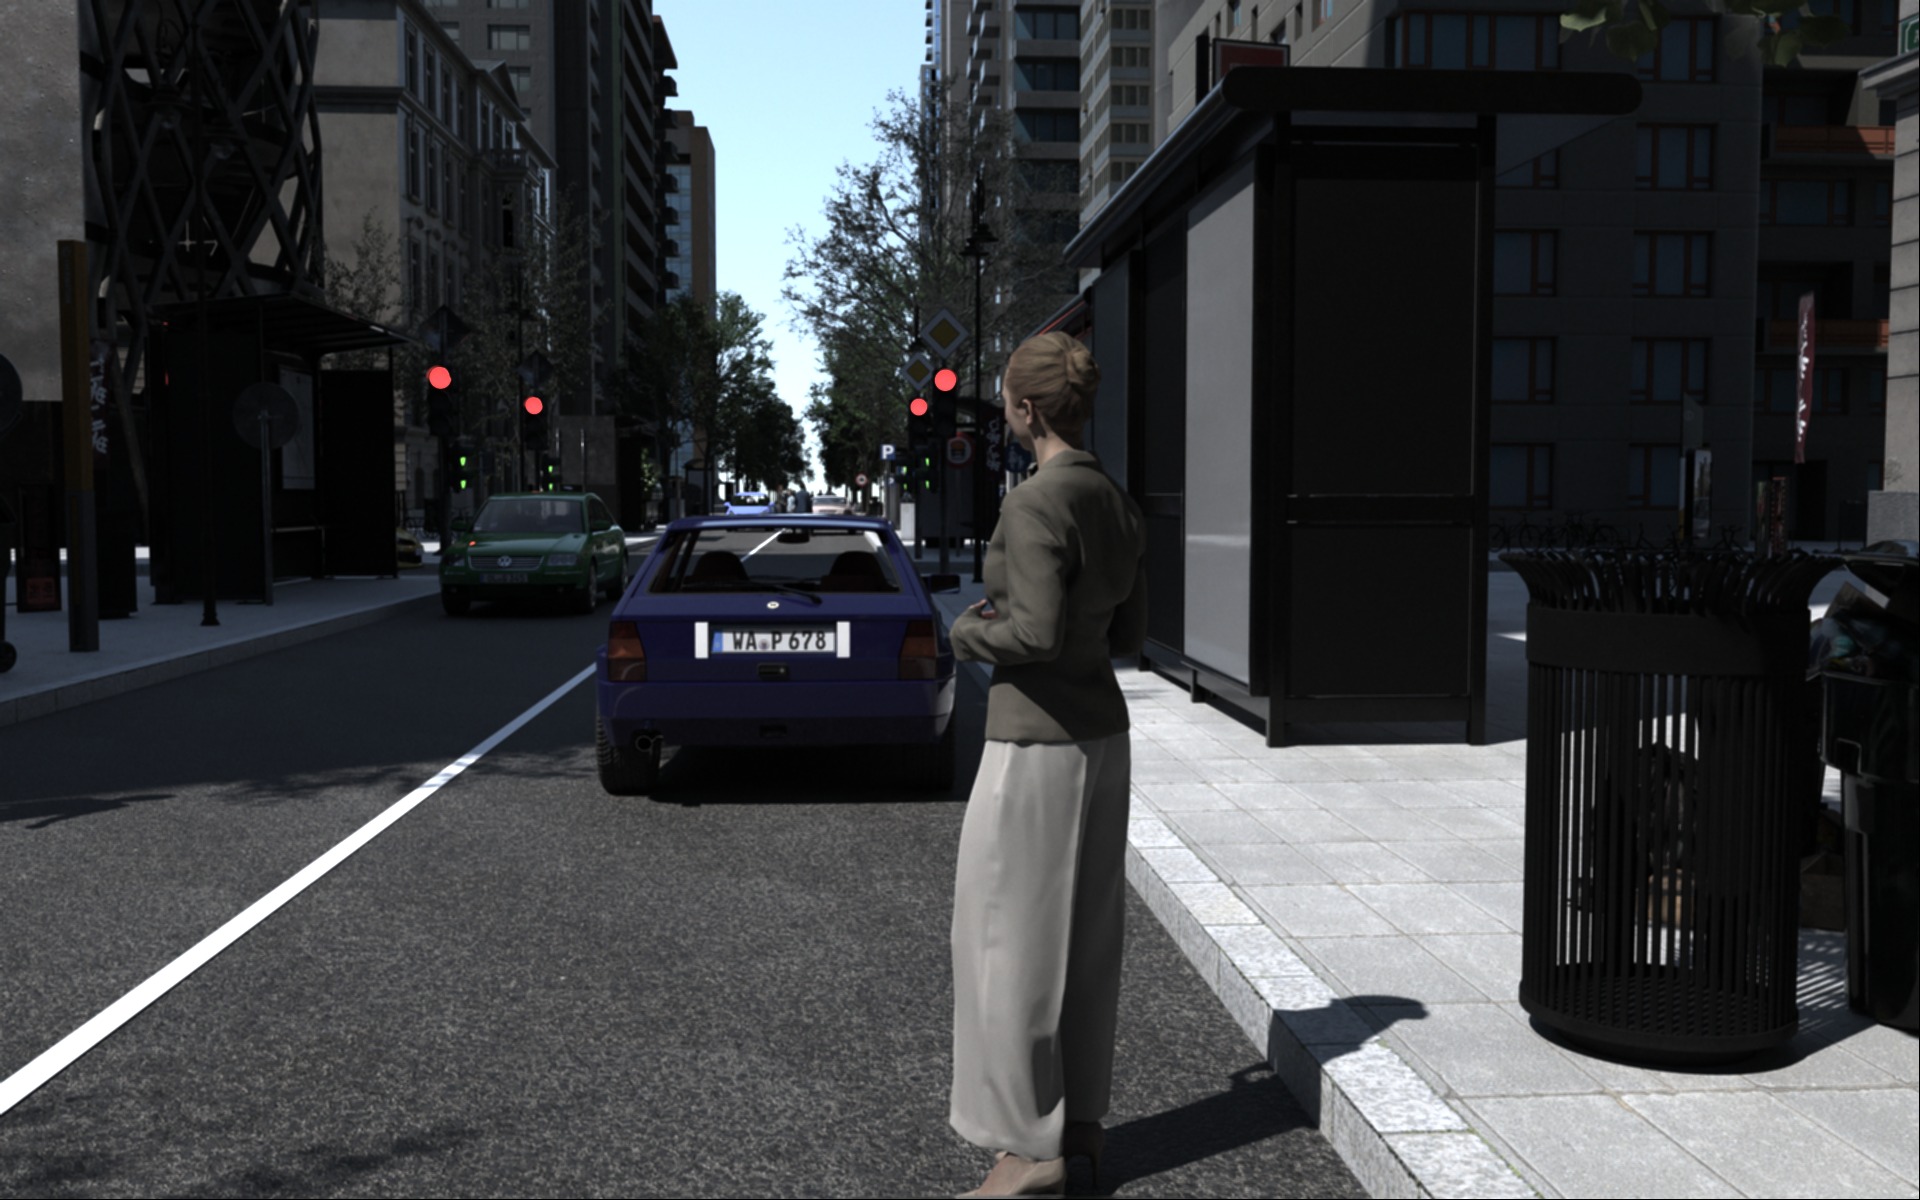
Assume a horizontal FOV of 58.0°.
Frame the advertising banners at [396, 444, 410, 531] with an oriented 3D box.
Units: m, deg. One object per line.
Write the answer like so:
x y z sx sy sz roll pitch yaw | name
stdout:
-19.170 -3.883 59.677 0.090 3.025 2.074 0 4 -4 | advertising banners

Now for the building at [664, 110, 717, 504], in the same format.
-36.364 -34.003 206.051 14.600 45.320 14.200 0 4 -4 | building

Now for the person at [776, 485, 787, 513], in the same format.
-7.007 -3.683 68.996 0.573 1.790 0.520 2 4 28 | person

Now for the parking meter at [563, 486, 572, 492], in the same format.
-12.229 -2.803 54.232 0.372 1.533 0.369 0 3 0 | parking meter

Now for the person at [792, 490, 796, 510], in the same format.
-15.363 -9.294 160.460 1.348 1.823 0.705 -3 5 -40 | person

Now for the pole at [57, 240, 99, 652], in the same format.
-7.151 -1.236 14.045 0.158 3.312 0.155 0 3 0 | pole

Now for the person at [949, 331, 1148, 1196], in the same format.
0.161 0.334 3.582 0.362 1.759 0.519 2 4 33 | person

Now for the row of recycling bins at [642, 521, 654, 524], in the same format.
-13.935 -4.211 75.960 1.069 1.692 3.534 0 4 -3 | row of recycling bins

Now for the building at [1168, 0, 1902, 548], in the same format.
23.508 -12.835 54.892 28.899 21.520 27.650 0 4 -4 | building

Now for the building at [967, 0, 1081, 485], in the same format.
12.222 -31.464 134.048 23.786 49.044 30.456 0 4 -4 | building

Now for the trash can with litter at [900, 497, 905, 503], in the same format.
-2.362 -3.669 71.381 0.624 1.170 1.055 1 4 20 | trash can with litter

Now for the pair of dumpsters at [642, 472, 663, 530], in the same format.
-11.638 -3.655 62.257 1.574 2.255 4.437 0 4 -4 | pair of dumpsters

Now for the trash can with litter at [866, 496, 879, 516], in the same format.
-4.546 -4.698 88.194 0.624 1.170 1.055 -2 4 -33 | trash can with litter

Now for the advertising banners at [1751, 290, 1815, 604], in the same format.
7.566 -1.209 15.961 0.090 3.025 2.074 1 4 14 | advertising banners

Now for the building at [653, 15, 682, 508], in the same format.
-37.095 -30.695 156.483 22.147 44.769 28.867 0 4 -4 | building

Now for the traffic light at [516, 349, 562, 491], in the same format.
-8.183 -2.732 33.596 0.839 4.253 0.868 0 4 -4 | traffic light

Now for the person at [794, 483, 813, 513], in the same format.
-5.232 -3.034 58.286 0.721 1.800 0.419 0 4 6 | person

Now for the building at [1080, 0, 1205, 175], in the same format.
19.842 -24.876 98.609 32.217 40.220 23.993 0 4 -4 | building

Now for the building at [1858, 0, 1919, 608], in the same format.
16.766 -13.443 7.183 14.401 28.519 23.554 0 4 -4 | building

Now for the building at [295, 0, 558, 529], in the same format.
-26.730 -15.929 79.531 14.460 24.649 34.723 0 4 -4 | building

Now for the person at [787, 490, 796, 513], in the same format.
-6.409 -3.384 65.637 0.330 1.601 0.589 -2 4 -27 | person

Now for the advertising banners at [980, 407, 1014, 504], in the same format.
1.376 -2.350 34.615 2.074 3.025 0.090 1 4 22 | advertising banners

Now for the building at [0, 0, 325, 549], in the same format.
-26.919 -11.036 47.897 16.820 18.784 16.811 0 4 -4 | building

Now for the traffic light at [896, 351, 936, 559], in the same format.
-0.843 -2.766 34.150 0.839 4.253 0.868 0 4 -4 | traffic light

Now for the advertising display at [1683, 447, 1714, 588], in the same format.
10.234 -1.150 24.014 0.123 1.923 0.974 3 4 37 | advertising display

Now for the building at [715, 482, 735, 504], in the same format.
-49.015 -34.083 249.138 32.217 40.220 23.993 0 4 -4 | building

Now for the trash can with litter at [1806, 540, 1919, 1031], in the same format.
2.655 0.435 4.275 1.055 1.170 0.624 0 4 -3 | trash can with litter

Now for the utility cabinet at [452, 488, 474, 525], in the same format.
-17.304 -3.147 60.137 0.318 1.500 1.173 -3 5 -44 | utility cabinet

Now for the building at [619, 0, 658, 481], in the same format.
-34.970 -31.044 131.269 21.300 48.544 21.600 0 4 -4 | building

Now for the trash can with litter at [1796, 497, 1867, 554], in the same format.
18.789 -1.608 37.346 2.233 1.210 1.678 1 4 14 | trash can with litter

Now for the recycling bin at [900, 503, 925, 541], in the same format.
-1.204 -2.148 47.674 0.722 1.027 0.722 1 4 14 | recycling bin

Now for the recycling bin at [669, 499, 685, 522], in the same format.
-14.534 -4.675 88.995 0.722 1.027 0.722 -1 4 -9 | recycling bin

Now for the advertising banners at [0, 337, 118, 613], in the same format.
-10.050 -1.381 18.763 0.090 3.025 2.074 2 4 31 | advertising banners

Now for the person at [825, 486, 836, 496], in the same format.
-6.745 -4.939 89.244 0.794 1.824 0.713 1 4 13 | person

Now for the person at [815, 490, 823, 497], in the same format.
-12.084 -8.648 149.914 1.348 1.822 0.705 -1 4 -17 | person

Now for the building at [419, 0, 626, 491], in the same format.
-30.086 -26.324 113.993 14.154 41.232 14.086 0 4 -4 | building

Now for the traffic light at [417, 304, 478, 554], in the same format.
-7.597 -2.245 25.633 0.839 4.253 0.868 0 4 -4 | traffic light

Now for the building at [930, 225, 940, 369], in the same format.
8.897 -32.650 225.704 32.217 40.220 23.993 0 4 -4 | building

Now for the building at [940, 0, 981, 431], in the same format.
8.584 -37.973 162.851 21.231 58.520 28.212 0 4 -4 | building

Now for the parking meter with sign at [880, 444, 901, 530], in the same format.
-2.369 -3.979 61.314 0.543 3.016 1.738 1 4 10 | parking meter with sign

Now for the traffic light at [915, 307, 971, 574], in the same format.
-0.257 -2.279 26.187 0.839 4.253 0.868 0 4 -4 | traffic light

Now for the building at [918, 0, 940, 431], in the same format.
2.818 -57.474 252.371 22.319 86.520 31.000 0 4 -4 | building
